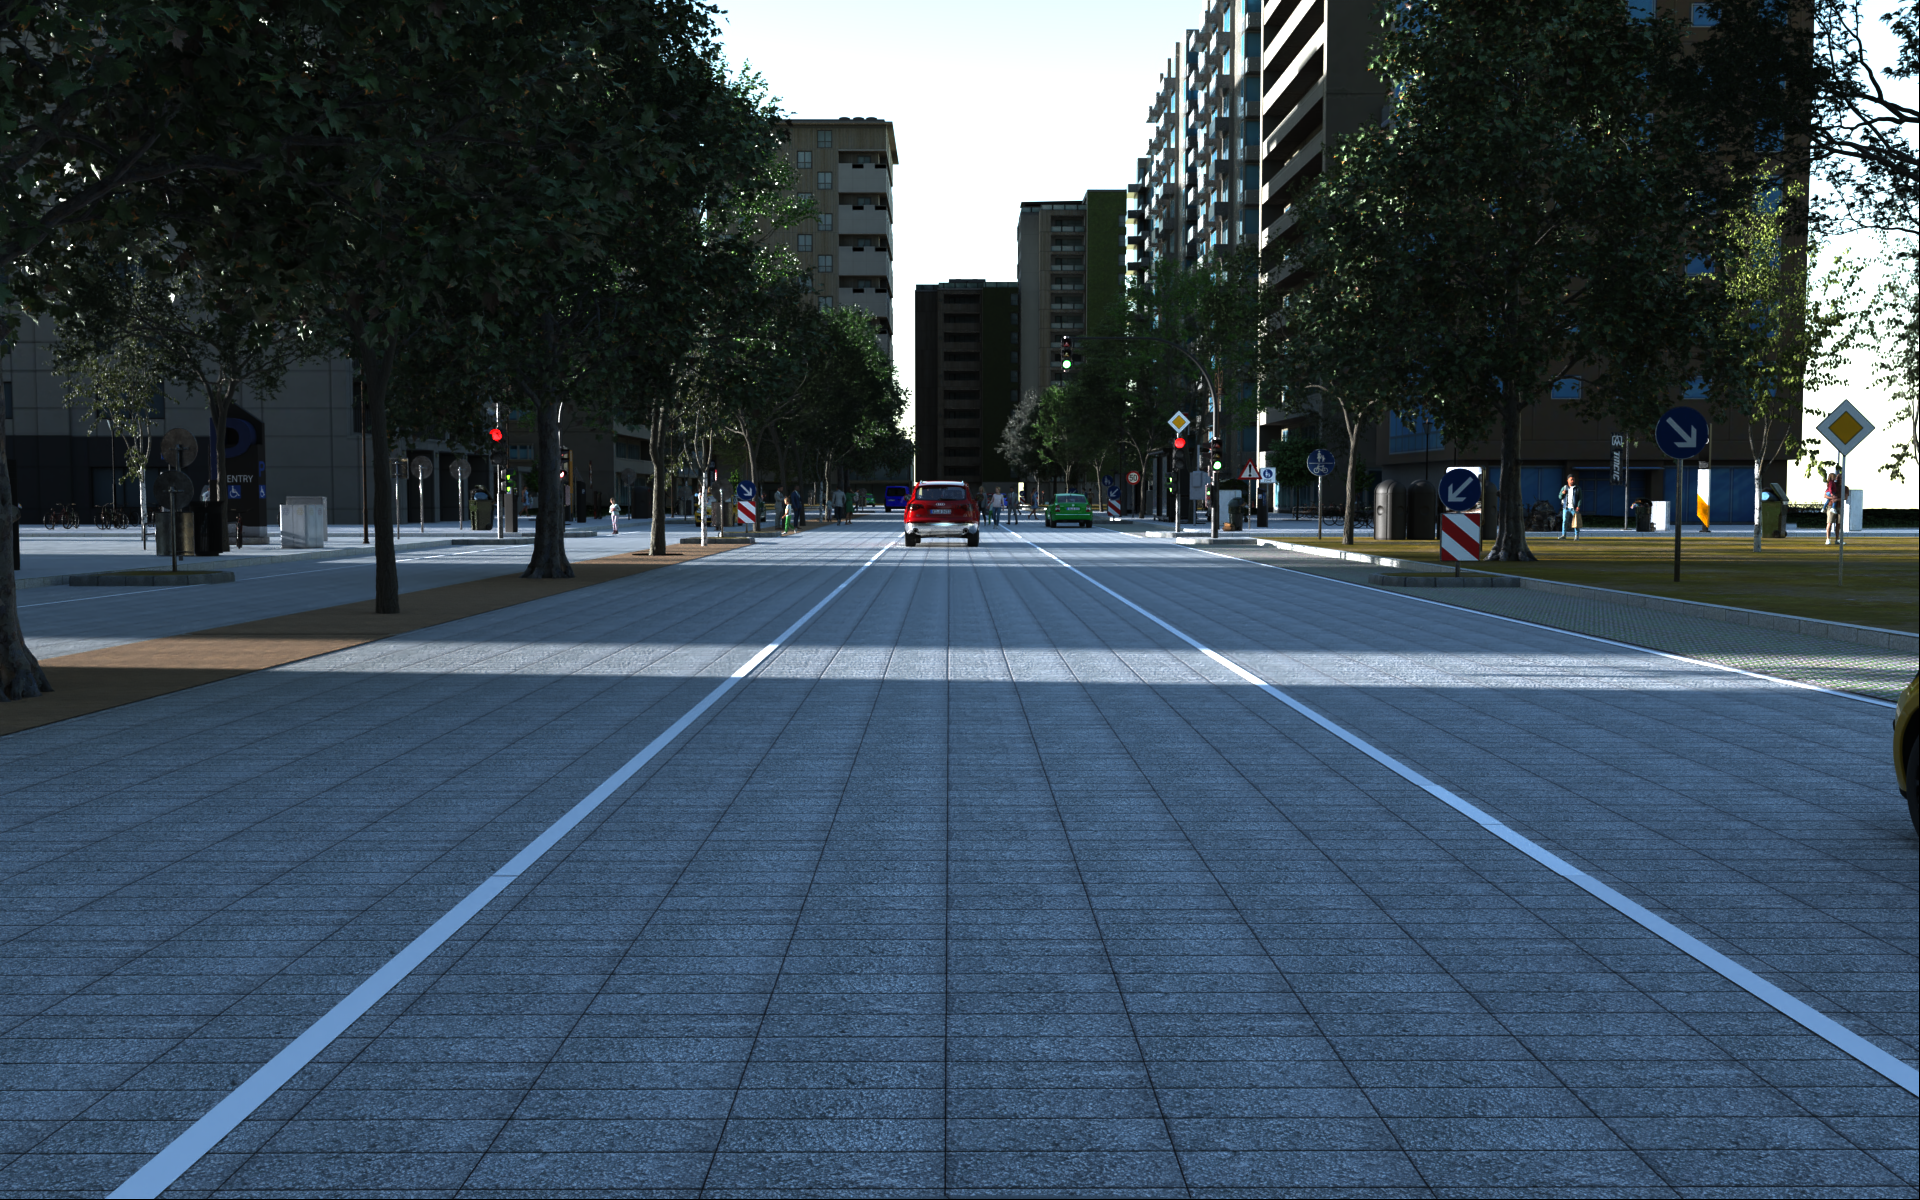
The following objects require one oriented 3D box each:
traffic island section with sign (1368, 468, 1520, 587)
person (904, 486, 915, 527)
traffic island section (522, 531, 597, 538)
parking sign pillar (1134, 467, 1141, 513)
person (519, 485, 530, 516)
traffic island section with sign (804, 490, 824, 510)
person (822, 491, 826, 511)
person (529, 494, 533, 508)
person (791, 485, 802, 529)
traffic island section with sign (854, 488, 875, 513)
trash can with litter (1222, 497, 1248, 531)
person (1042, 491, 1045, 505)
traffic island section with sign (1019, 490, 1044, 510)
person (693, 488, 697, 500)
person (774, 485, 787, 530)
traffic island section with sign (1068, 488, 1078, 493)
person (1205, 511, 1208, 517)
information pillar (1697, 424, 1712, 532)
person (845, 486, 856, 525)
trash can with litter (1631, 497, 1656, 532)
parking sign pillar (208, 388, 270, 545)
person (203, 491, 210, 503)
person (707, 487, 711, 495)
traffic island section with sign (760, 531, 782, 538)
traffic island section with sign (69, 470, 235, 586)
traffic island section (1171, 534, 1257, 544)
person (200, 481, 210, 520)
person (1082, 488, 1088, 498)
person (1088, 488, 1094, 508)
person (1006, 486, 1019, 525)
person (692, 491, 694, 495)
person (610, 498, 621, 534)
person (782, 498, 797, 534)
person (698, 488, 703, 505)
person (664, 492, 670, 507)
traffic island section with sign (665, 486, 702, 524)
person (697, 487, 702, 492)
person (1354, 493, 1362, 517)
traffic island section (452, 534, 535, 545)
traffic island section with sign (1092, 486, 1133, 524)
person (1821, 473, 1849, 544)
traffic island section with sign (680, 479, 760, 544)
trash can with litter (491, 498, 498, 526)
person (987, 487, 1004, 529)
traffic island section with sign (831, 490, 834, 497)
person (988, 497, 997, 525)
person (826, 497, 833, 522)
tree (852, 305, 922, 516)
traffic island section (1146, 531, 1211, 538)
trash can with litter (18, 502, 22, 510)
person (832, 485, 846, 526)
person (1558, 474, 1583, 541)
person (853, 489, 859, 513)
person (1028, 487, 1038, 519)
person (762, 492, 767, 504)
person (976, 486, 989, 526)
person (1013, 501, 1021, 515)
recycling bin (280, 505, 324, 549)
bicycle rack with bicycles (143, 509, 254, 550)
[{"bbox_3d":[7.550,-1.143,27.319,1.989,1.847,2.006,0,4,0],"label":"traffic island section with sign"},{"bbox_3d":[-2.127,-4.087,75.598,0.573,1.790,0.520,1,4,13],"label":"person"},{"bbox_3d":[-13.382,-2.196,58.190,2.009,0.180,2.903,0,4,0],"label":"traffic island section"},{"bbox_3d":[11.589,-7.772,115.549,1.447,3.967,1.447,-3,4,-37],"label":"parking sign pillar"},{"bbox_3d":[-24.923,-5.685,99.093,0.778,1.811,0.616,1,4,19],"label":"person"},{"bbox_3d":[-13.667,-9.255,159.949,1.989,1.847,2.006,0,4,0],"label":"traffic island section with sign"},{"bbox_3d":[-11.873,-8.656,150.811,0.721,1.735,1.217,0,4,2],"label":"person"},{"bbox_3d":[-26.803,-5.982,108.135,0.394,1.301,0.425,-2,4,-34],"label":"person"},{"bbox_3d":[-6.708,-3.808,70.946,0.419,1.800,0.721,1,4,16],"label":"person"},{"bbox_3d":[-7.519,-7.638,133.021,2.006,1.907,1.989,0,4,0],"label":"traffic island section with sign"},{"bbox_3d":[9.506,-2.968,59.914,0.624,1.170,1.055,2,4,32],"label":"trash can with litter"},{"bbox_3d":[9.951,-12.345,208.688,0.445,1.727,0.742,-2,4,-31],"label":"person"},{"bbox_3d":[6.753,-9.262,160.063,1.989,1.847,2.006,0,4,0],"label":"traffic island section with sign"},{"bbox_3d":[-23.504,-9.029,153.679,1.348,1.823,0.705,-1,4,-9],"label":"person"},{"bbox_3d":[-7.136,-3.686,68.945,0.466,1.800,0.511,1,4,8],"label":"person"},{"bbox_3d":[7.053,-6.230,110.481,1.989,1.847,2.006,0,4,0],"label":"traffic island section with sign"},{"bbox_3d":[14.259,-5.593,97.769,0.850,1.792,0.678,0,4,-2],"label":"person"},{"bbox_3d":[24.936,-4.076,58.001,0.183,3.616,0.504,-1,4,-21],"label":"information pillar"},{"bbox_3d":[-5.221,-4.441,81.355,0.529,1.795,0.600,-3,5,-43],"label":"person"},{"bbox_3d":[23.321,-2.914,59.035,0.624,1.170,1.055,3,4,38],"label":"trash can with litter"},{"bbox_3d":[-18.412,-3.404,44.126,1.447,3.967,1.447,0,4,4],"label":"parking sign pillar"},{"bbox_3d":[-24.054,-2.862,55.640,0.623,1.781,0.721,0,4,5],"label":"person"},{"bbox_3d":[-13.664,-5.235,94.065,0.580,1.828,0.573,0,4,1],"label":"person"},{"bbox_3d":[-7.055,-3.043,57.884,2.006,1.907,1.989,0,4,0],"label":"traffic island section with sign"},{"bbox_3d":[-12.880,-1.178,27.885,1.989,1.847,2.006,0,4,0],"label":"traffic island section with sign"},{"bbox_3d":[7.407,-1.715,50.325,2.009,0.180,2.903,0,4,0],"label":"traffic island section"},{"bbox_3d":[-26.215,-3.325,60.505,0.850,1.850,0.679,2,4,35],"label":"person"},{"bbox_3d":[7.611,-5.946,105.737,0.654,1.822,0.581,-2,4,-27],"label":"person"},{"bbox_3d":[12.277,-9.633,163.537,1.348,1.824,0.705,-3,5,-44],"label":"person"},{"bbox_3d":[2.471,-4.436,81.303,0.678,1.792,0.850,2,4,28],"label":"person"},{"bbox_3d":[-22.870,-8.528,146.949,0.593,1.643,0.415,1,4,10],"label":"person"},{"bbox_3d":[-12.390,-3.021,62.169,0.425,1.301,0.394,0,4,2],"label":"person"},{"bbox_3d":[-6.091,-3.004,61.866,0.590,1.304,0.306,-1,4,-22],"label":"person"},{"bbox_3d":[-14.156,-5.304,95.572,0.532,1.782,0.716,-1,4,-17],"label":"person"},{"bbox_3d":[-26.657,-9.191,156.345,0.705,1.821,1.348,2,4,28],"label":"person"},{"bbox_3d":[-13.207,-4.561,83.200,1.989,1.847,2.006,0,4,0],"label":"traffic island section with sign"},{"bbox_3d":[-19.952,-7.755,132.643,0.655,1.846,0.447,-2,4,-25],"label":"person"},{"bbox_3d":[19.353,-4.814,84.725,0.580,1.828,0.573,1,4,18],"label":"person"},{"bbox_3d":[-13.334,-1.708,50.205,2.009,0.180,2.903,0,4,0],"label":"traffic island section"},{"bbox_3d":[7.214,-4.554,83.090,1.989,1.847,2.006,0,4,0],"label":"traffic island section with sign"},{"bbox_3d":[22.349,-2.340,44.274,0.580,1.828,0.573,-2,4,-33],"label":"person"},{"bbox_3d":[-7.020,-2.590,50.477,2.006,1.907,1.989,0,4,0],"label":"traffic island section with sign"},{"bbox_3d":[-18.623,-3.457,67.913,0.624,1.170,1.055,1,4,14],"label":"trash can with litter"},{"bbox_3d":[1.467,-3.811,71.487,0.731,1.740,0.598,0,4,4],"label":"person"},{"bbox_3d":[-13.836,-10.927,187.281,1.989,1.847,2.006,0,4,0],"label":"traffic island section with sign"},{"bbox_3d":[1.465,-4.050,78.964,0.590,1.304,0.306,2,4,33],"label":"person"},{"bbox_3d":[-6.742,-4.700,89.628,0.425,1.301,0.394,-1,4,-15],"label":"person"},{"bbox_3d":[-7.097,-11.197,102.531,9.611,12.733,9.660,0,3,0],"label":"tree"},{"bbox_3d":[7.359,-2.204,58.310,2.009,0.180,2.903,0,4,0],"label":"traffic island section"},{"bbox_3d":[-33.339,-2.997,60.393,1.055,1.170,0.624,-3,5,-41],"label":"trash can with litter"},{"bbox_3d":[-5.510,-4.322,79.015,0.661,1.843,0.795,-1,4,-20],"label":"person"},{"bbox_3d":[16.697,-2.519,47.212,0.713,1.824,0.794,-3,5,-40],"label":"person"},{"bbox_3d":[-7.873,-7.474,130.552,0.795,1.843,0.661,1,4,20],"label":"person"},{"bbox_3d":[4.097,-5.419,97.195,0.778,1.811,0.616,3,4,38],"label":"person"},{"bbox_3d":[-24.151,-12.463,213.732,0.593,1.643,0.415,-3,4,-38],"label":"person"},{"bbox_3d":[1.032,-4.163,76.747,0.709,1.800,0.728,2,4,25],"label":"person"},{"bbox_3d":[3.867,-6.376,117.027,0.640,1.303,0.475,-2,4,-26],"label":"person"},{"bbox_3d":[-15.595,-1.743,41.053,0.722,1.027,0.722,1,4,11],"label":"recycling bin"},{"bbox_3d":[-18.091,-1.700,41.173,2.852,0.926,2.925,-1,4,-14],"label":"bicycle rack with bicycles"}]
